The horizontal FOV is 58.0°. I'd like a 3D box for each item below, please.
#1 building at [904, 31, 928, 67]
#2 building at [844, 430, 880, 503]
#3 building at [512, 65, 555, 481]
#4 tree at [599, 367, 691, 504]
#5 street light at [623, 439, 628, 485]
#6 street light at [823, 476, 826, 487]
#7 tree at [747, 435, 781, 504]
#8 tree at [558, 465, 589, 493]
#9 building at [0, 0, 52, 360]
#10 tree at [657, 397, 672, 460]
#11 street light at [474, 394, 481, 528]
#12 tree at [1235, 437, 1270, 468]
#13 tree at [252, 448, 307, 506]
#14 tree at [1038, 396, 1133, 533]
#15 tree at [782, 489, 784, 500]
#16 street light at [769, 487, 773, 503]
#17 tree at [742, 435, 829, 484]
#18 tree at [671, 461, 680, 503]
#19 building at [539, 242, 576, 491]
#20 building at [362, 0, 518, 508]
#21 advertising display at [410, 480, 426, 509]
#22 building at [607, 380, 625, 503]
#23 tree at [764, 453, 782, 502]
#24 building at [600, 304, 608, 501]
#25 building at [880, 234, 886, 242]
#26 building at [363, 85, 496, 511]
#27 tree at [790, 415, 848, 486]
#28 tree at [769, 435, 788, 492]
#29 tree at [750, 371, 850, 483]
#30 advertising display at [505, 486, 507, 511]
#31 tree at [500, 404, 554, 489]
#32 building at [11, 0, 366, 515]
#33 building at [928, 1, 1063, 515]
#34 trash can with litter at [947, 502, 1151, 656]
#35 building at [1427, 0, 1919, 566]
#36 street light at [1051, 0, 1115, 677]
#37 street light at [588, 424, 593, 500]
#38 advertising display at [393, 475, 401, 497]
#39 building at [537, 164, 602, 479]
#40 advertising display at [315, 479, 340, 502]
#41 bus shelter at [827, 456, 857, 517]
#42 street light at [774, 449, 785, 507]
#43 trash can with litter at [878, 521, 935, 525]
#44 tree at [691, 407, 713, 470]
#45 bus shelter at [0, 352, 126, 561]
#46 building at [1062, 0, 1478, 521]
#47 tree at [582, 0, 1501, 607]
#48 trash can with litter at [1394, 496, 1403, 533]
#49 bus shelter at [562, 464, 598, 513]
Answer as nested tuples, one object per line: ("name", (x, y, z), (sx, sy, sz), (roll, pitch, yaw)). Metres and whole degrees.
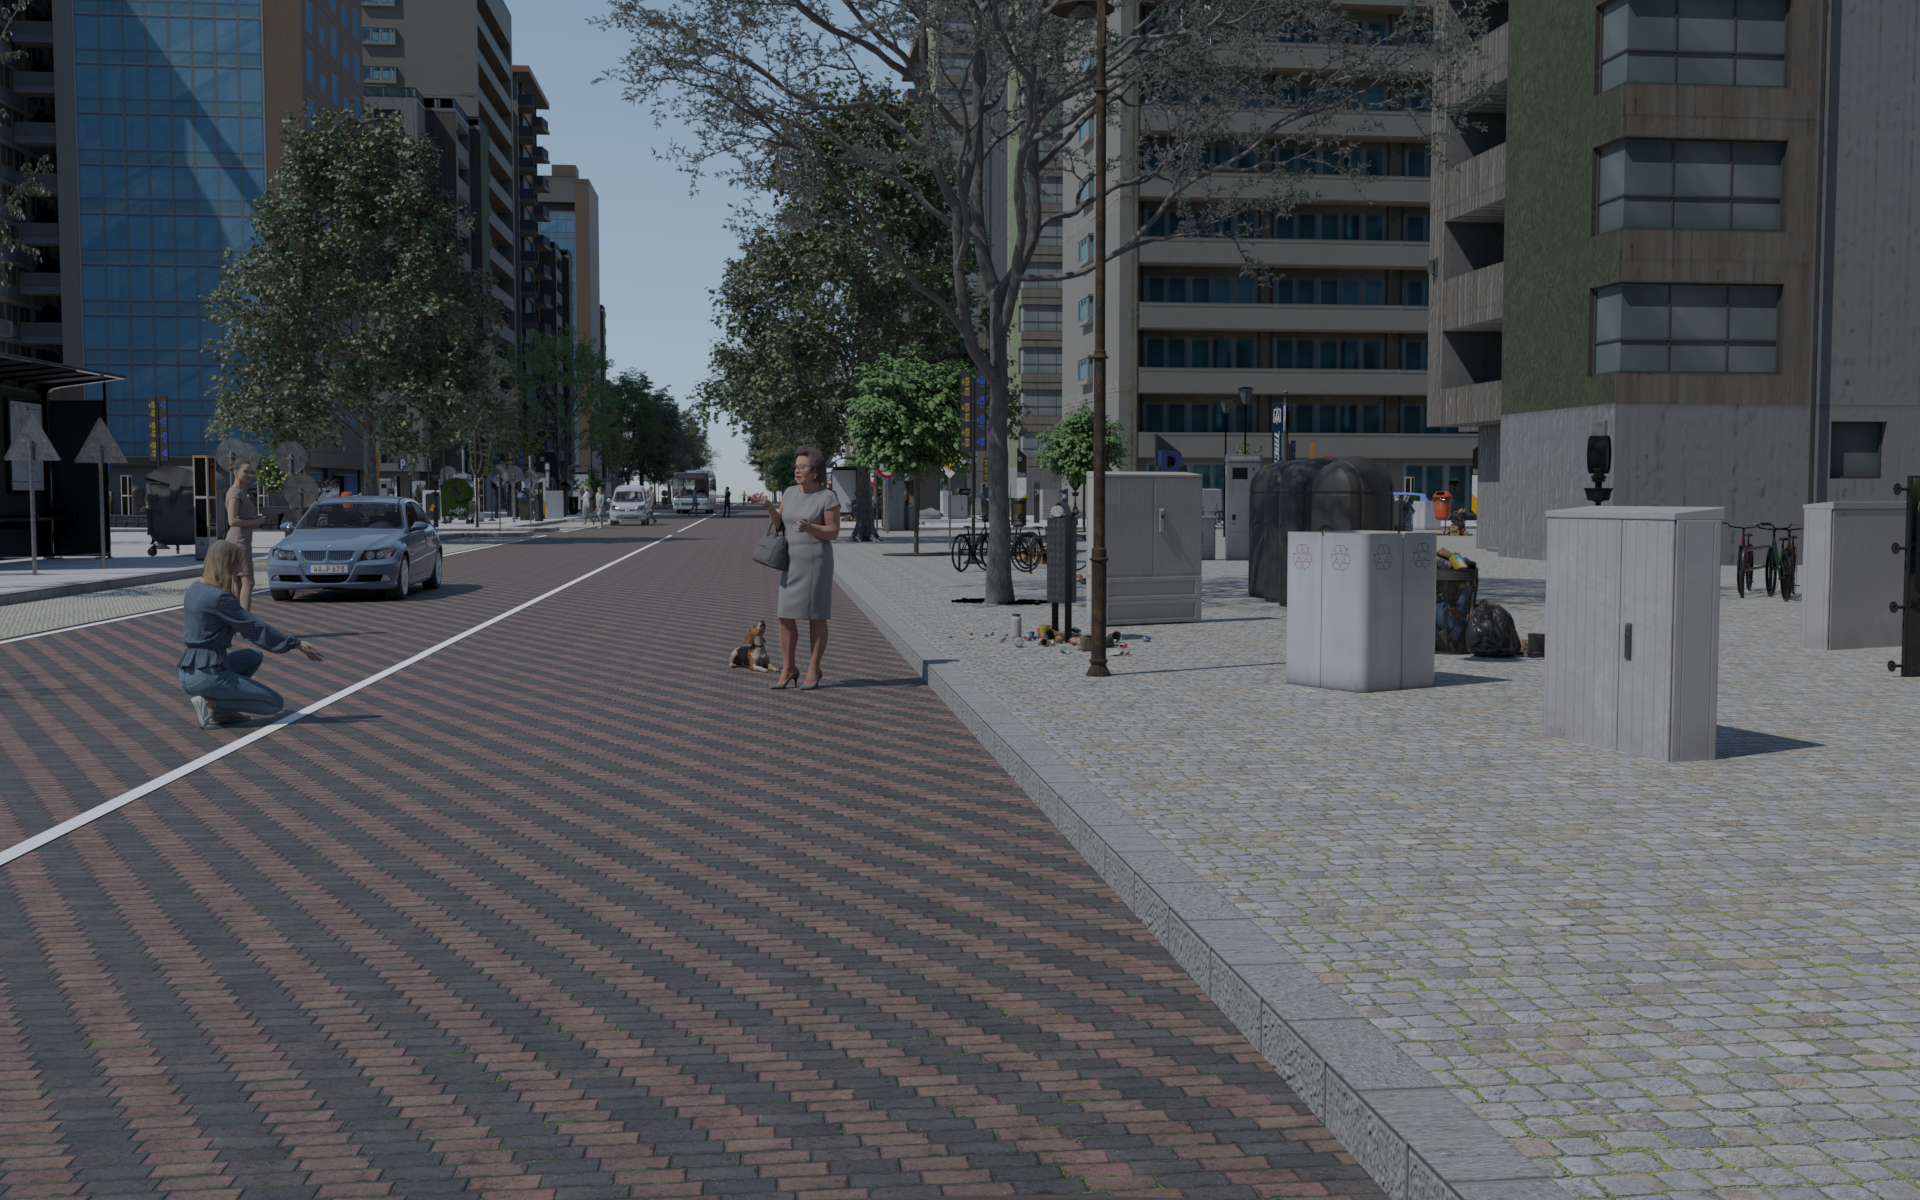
("building", (5.894, -31.222, 165.102), (22.147, 44.769, 28.867), (0, 4, -7))
("building", (-3.371, -25.714, 265.456), (27.650, 21.520, 28.899), (0, 4, -7))
("building", (-52.988, -31.730, 173.403), (22.147, 44.769, 28.867), (0, 4, -7))
("tree", (-31.691, -16.264, 172.564), (9.857, 13.997, 8.962), (0, 3, 0))
("street light", (-27.351, -10.358, 142.133), (0.468, 5.910, 1.993), (0, 4, -7))
("street light", (-4.600, -5.259, 58.773), (0.468, 5.910, 1.993), (0, 4, -7))
("tree", (-24.777, -18.684, 231.236), (9.928, 11.665, 9.643), (0, 3, 0))
("tree", (-25.612, -7.308, 114.094), (1.663, 3.219, 1.824), (0, 3, 0))
("building", (-60.115, -24.199, 87.535), (23.993, 40.220, 32.217), (0, 4, -7))
("tree", (-30.073, -14.084, 156.029), (9.928, 11.665, 9.643), (0, 3, 0))
("street light", (-18.478, -5.708, 66.112), (0.468, 5.910, 1.993), (0, 4, -7))
("tree", (9.566, -3.889, 58.191), (1.663, 3.219, 1.824), (0, 3, 0))
("tree", (-27.108, -4.528, 68.635), (1.663, 3.219, 1.824), (0, 3, 0))
("tree", (4.263, -4.561, 58.286), (4.285, 4.588, 4.351), (0, 3, 0))
("tree", (-18.908, -20.315, 188.040), (12.611, 20.169, 13.585), (0, 3, 0))
("street light", (-27.488, -17.175, 253.592), (0.468, 5.910, 1.993), (0, 4, -7))
("tree", (-15.788, -15.659, 162.683), (9.857, 13.997, 8.962), (0, 3, 0))
("tree", (-38.372, -17.254, 232.463), (4.360, 8.622, 3.978), (0, 3, 0))
("building", (-51.393, -25.928, 195.620), (14.160, 30.474, 14.107), (0, 4, -7))
("building", (-50.410, -32.074, 148.119), (21.300, 48.544, 21.600), (0, 4, -7))
("advertising display", (-24.943, -4.559, 79.751), (0.123, 1.923, 0.974), (2, 4, 25))
("building", (-68.259, -26.253, 274.269), (27.650, 21.520, 28.899), (0, 4, -7))
("tree", (-11.067, -7.923, 113.256), (4.285, 4.588, 4.351), (0, 3, 0))
("building", (-59.316, -29.449, 253.196), (14.160, 30.474, 14.107), (0, 4, -7))
("building", (1.588, -33.003, 194.226), (22.147, 44.769, 28.867), (0, 4, -7))
("building", (-42.229, -21.673, 126.050), (14.160, 30.474, 14.107), (0, 4, -7))
("tree", (-7.056, -8.412, 87.901), (4.360, 8.622, 3.978), (0, 3, 0))
("tree", (-21.324, -15.641, 206.084), (4.737, 8.622, 4.395), (0, 3, 0))
("tree", (-11.229, -12.453, 121.726), (7.486, 12.596, 7.792), (0, 3, 0))
("advertising display", (-31.824, -7.173, 122.487), (0.123, 1.923, 0.974), (2, 4, 26))
("tree", (-32.587, -10.958, 129.526), (4.737, 8.622, 4.395), (0, 3, 0))
("building", (-41.251, -27.185, 94.582), (14.600, 45.320, 14.200), (0, 4, -7))
("building", (4.421, -27.420, 131.909), (14.154, 41.232, 14.086), (0, 4, -7))
("trash can with litter", (0.851, -0.225, 14.733), (1.678, 1.210, 2.233), (-1, 4, -10))
("building", (17.762, -16.256, 37.482), (14.160, 30.474, 14.107), (0, 4, -7))
("street light", (0.978, -2.401, 12.051), (0.468, 5.910, 1.993), (0, 4, -7))
("street light", (-23.992, -8.561, 112.760), (0.468, 5.910, 1.993), (0, 4, -7))
("advertising display", (-18.723, -3.206, 57.624), (0.123, 1.923, 0.974), (-2, 4, -24))
("building", (-57.233, -36.003, 238.763), (14.600, 45.320, 14.200), (0, 4, -7))
("advertising display", (-26.699, -4.157, 73.175), (0.974, 1.923, 0.123), (-2, 4, -29))
("bus shelter", (-6.189, -6.192, 95.166), (2.014, 3.302, 5.546), (0, 4, -7))
("street light", (-17.777, -12.106, 170.728), (0.468, 5.910, 1.993), (0, 4, -7))
("trash can with litter", (-2.170, -3.741, 72.228), (2.233, 1.210, 1.678), (1, 4, 21))
("tree", (-36.383, -18.958, 216.621), (9.857, 13.997, 8.962), (0, 3, 0))
("bus shelter", (-17.098, -2.458, 31.466), (1.731, 3.624, 6.357), (0, 4, -7))
("building", (16.544, -28.572, 90.859), (21.600, 48.544, 21.300), (0, 4, -7))
("tree", (0.387, -6.693, 19.801), (12.009, 13.543, 11.850), (0, 3, 0))
("trash can with litter", (12.928, -2.456, 51.209), (1.678, 1.210, 2.233), (0, 4, 1))
("bus shelter", (-26.186, -7.699, 119.794), (2.014, 3.302, 5.546), (0, 4, -7))
